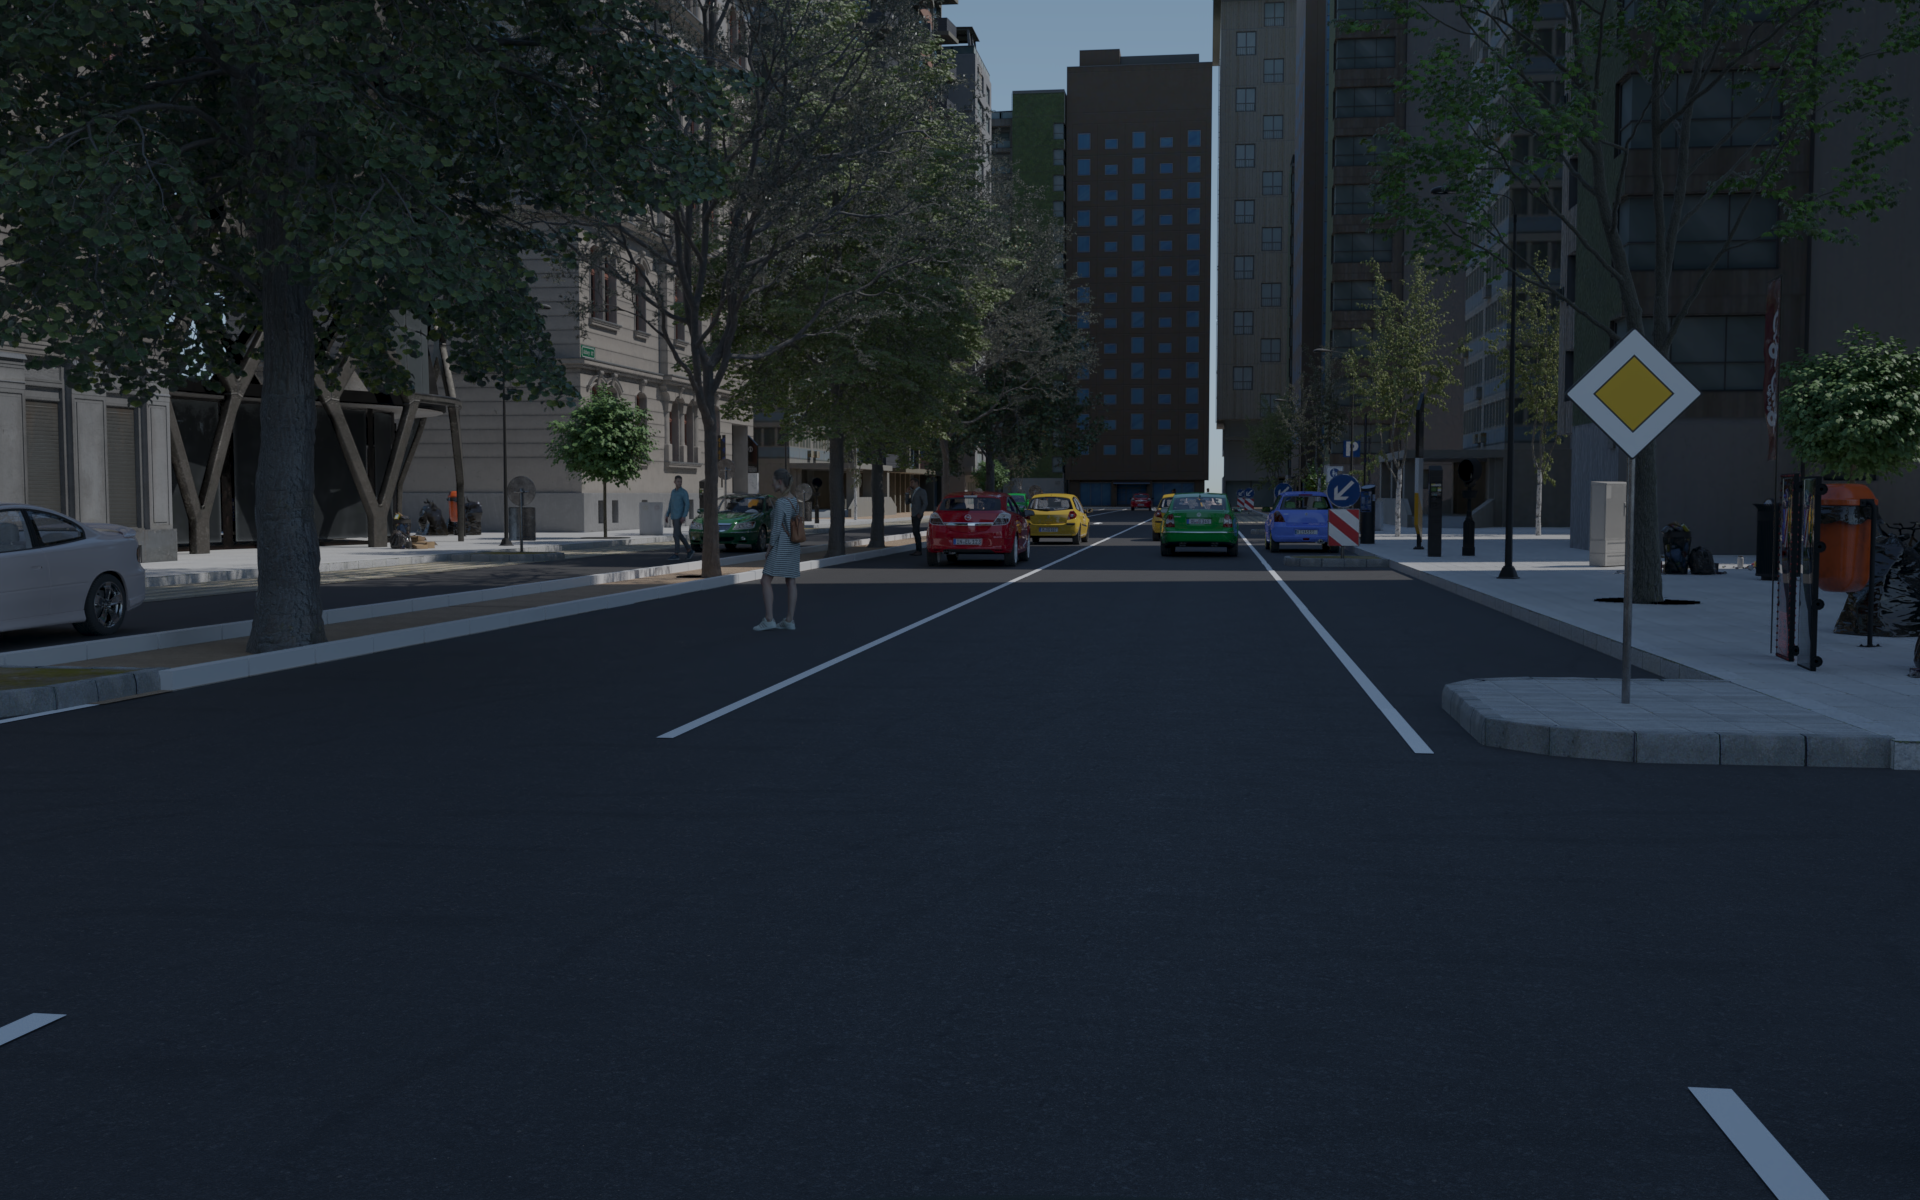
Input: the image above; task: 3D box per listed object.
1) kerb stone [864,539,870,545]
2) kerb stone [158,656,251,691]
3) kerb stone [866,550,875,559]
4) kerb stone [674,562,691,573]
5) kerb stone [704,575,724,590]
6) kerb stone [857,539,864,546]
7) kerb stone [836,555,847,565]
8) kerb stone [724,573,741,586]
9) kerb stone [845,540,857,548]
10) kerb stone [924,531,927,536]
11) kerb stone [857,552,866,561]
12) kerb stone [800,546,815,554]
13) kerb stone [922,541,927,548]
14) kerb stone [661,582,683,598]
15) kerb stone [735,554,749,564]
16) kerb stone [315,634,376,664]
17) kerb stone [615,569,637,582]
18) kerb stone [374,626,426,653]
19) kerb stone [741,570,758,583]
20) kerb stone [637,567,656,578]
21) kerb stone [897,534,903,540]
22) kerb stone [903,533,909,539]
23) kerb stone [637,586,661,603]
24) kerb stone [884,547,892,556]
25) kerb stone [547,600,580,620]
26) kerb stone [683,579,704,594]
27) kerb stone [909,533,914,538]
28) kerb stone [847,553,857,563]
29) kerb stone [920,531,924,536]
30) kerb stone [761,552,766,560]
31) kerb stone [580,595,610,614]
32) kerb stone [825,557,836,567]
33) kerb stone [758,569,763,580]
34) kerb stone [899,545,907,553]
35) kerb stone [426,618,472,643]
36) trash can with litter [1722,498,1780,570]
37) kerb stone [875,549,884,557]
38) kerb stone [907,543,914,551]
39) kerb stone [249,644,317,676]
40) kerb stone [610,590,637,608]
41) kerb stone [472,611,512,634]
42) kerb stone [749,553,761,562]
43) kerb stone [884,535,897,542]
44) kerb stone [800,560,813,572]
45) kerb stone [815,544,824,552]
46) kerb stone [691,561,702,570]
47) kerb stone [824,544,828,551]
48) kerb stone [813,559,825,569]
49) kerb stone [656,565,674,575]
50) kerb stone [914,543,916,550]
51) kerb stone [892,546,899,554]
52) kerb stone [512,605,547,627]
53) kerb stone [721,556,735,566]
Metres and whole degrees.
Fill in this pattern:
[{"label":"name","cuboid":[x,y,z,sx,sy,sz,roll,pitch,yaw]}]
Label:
[{"label":"kerb stone","cuboid":[-2.723,-1.629,48.875,0.120,0.150,1.000,0,4,8]},{"label":"kerb stone","cuboid":[-5.702,0.559,13.069,0.120,0.150,1.000,0,4,8]},{"label":"kerb stone","cuboid":[-2.087,-0.992,38.414,0.120,0.150,1.000,0,4,8]},{"label":"kerb stone","cuboid":[-5.175,-0.572,31.643,0.120,0.150,1.000,0,4,8]},{"label":"kerb stone","cuboid":[-3.818,-0.248,26.253,0.120,0.150,1.000,0,4,8]},{"label":"kerb stone","cuboid":[-2.867,-1.570,47.863,0.120,0.150,1.000,0,4,8]},{"label":"kerb stone","cuboid":[-2.525,-0.806,35.372,0.120,0.150,1.000,0,4,8]},{"label":"kerb stone","cuboid":[-3.678,-0.310,27.266,0.120,0.150,1.000,0,4,8]},{"label":"kerb stone","cuboid":[-3.011,-1.508,46.849,0.120,0.150,1.000,0,4,8]},{"label":"kerb stone","cuboid":[-1.269,-2.253,59.025,0.120,0.150,1.000,0,4,8]},{"label":"kerb stone","cuboid":[-2.230,-0.930,37.398,0.120,0.150,1.000,0,4,8]},{"label":"kerb stone","cuboid":[-3.732,-1.195,41.777,0.120,0.150,1.000,0,4,8]},{"label":"kerb stone","cuboid":[-1.085,-1.426,45.508,0.120,0.150,1.000,0,4,8]},{"label":"kerb stone","cuboid":[-4.111,-0.124,24.217,0.120,0.150,1.000,0,4,8]},{"label":"kerb stone","cuboid":[-4.594,-0.825,35.692,0.120,0.150,1.000,0,4,8]},{"label":"kerb stone","cuboid":[-5.409,0.434,15.094,0.120,0.150,1.000,0,4,8]},{"label":"kerb stone","cuboid":[-5.602,-0.391,28.591,0.120,0.150,1.000,0,4,8]},{"label":"kerb stone","cuboid":[-5.270,0.372,16.107,0.120,0.150,1.000,0,4,8]},{"label":"kerb stone","cuboid":[-3.534,-0.367,28.278,0.120,0.150,1.000,0,4,8]},{"label":"kerb stone","cuboid":[-5.465,-0.453,29.609,0.120,0.150,1.000,0,4,8]},{"label":"kerb stone","cuboid":[-1.990,-1.943,53.959,0.120,0.150,1.000,0,4,8]},{"label":"kerb stone","cuboid":[-1.854,-2.003,54.974,0.120,0.150,1.000,0,4,8]},{"label":"kerb stone","cuboid":[-4.261,-0.062,23.205,0.120,0.150,1.000,0,4,8]},{"label":"kerb stone","cuboid":[-1.790,-1.113,40.445,0.120,0.150,1.000,0,4,8]},{"label":"kerb stone","cuboid":[-4.686,0.124,20.162,0.120,0.150,1.000,0,4,8]},{"label":"kerb stone","cuboid":[-3.972,-0.186,25.240,0.120,0.150,1.000,0,4,8]},{"label":"kerb stone","cuboid":[-1.705,-2.063,55.986,0.120,0.150,1.000,0,4,8]},{"label":"kerb stone","cuboid":[-2.383,-0.868,36.387,0.120,0.150,1.000,0,4,8]},{"label":"kerb stone","cuboid":[-1.422,-2.186,58.015,0.120,0.150,1.000,0,4,8]},{"label":"kerb stone","cuboid":[-4.309,-0.949,37.717,0.120,0.150,1.000,0,4,8]},{"label":"kerb stone","cuboid":[-4.546,0.062,21.179,0.120,0.150,1.000,0,4,8]},{"label":"kerb stone","cuboid":[-2.672,-0.741,34.359,0.120,0.150,1.000,0,4,8]},{"label":"kerb stone","cuboid":[-3.388,-0.434,29.290,0.120,0.150,1.000,0,4,8]},{"label":"kerb stone","cuboid":[-1.516,-1.240,42.471,0.120,0.150,1.000,0,4,8]},{"label":"kerb stone","cuboid":[-5.121,0.310,17.123,0.120,0.150,1.000,0,4,8]},{"label":"trash can with litter","cuboid":[13.675,-1.109,29.183,1.678,1.210,2.233,0,4,5]},{"label":"kerb stone","cuboid":[-1.945,-1.052,39.428,0.120,0.150,1.000,0,4,8]},{"label":"kerb stone","cuboid":[-1.368,-1.302,43.483,0.120,0.150,1.000,0,4,8]},{"label":"kerb stone","cuboid":[-5.558,0.498,14.083,0.120,0.150,1.000,0,4,8]},{"label":"kerb stone","cuboid":[-4.399,0.000,22.192,0.120,0.150,1.000,0,4,8]},{"label":"kerb stone","cuboid":[-4.974,0.248,18.135,0.120,0.150,1.000,0,4,8]},{"label":"kerb stone","cuboid":[-4.456,-0.887,36.705,0.120,0.150,1.000,0,4,8]},{"label":"kerb stone","cuboid":[-2.150,-1.881,52.949,0.120,0.150,1.000,0,4,8]},{"label":"kerb stone","cuboid":[-2.957,-0.620,32.331,0.120,0.150,1.000,0,4,8]},{"label":"kerb stone","cuboid":[-3.589,-1.258,42.795,0.120,0.150,1.000,0,4,8]},{"label":"kerb stone","cuboid":[-5.033,-0.636,32.655,0.120,0.150,1.000,0,4,8]},{"label":"kerb stone","cuboid":[-3.446,-1.322,43.807,0.120,0.150,1.000,0,4,8]},{"label":"kerb stone","cuboid":[-2.810,-0.682,33.345,0.120,0.150,1.000,0,4,8]},{"label":"kerb stone","cuboid":[-5.316,-0.514,30.630,0.120,0.150,1.000,0,4,8]},{"label":"kerb stone","cuboid":[-1.226,-1.364,44.495,0.120,0.150,1.000,0,4,8]},{"label":"kerb stone","cuboid":[-1.657,-1.175,41.459,0.120,0.150,1.000,0,4,8]},{"label":"kerb stone","cuboid":[-4.836,0.189,19.148,0.120,0.150,1.000,0,4,8]},{"label":"kerb stone","cuboid":[-4.743,-0.759,34.680,0.120,0.150,1.000,0,4,8]}]
